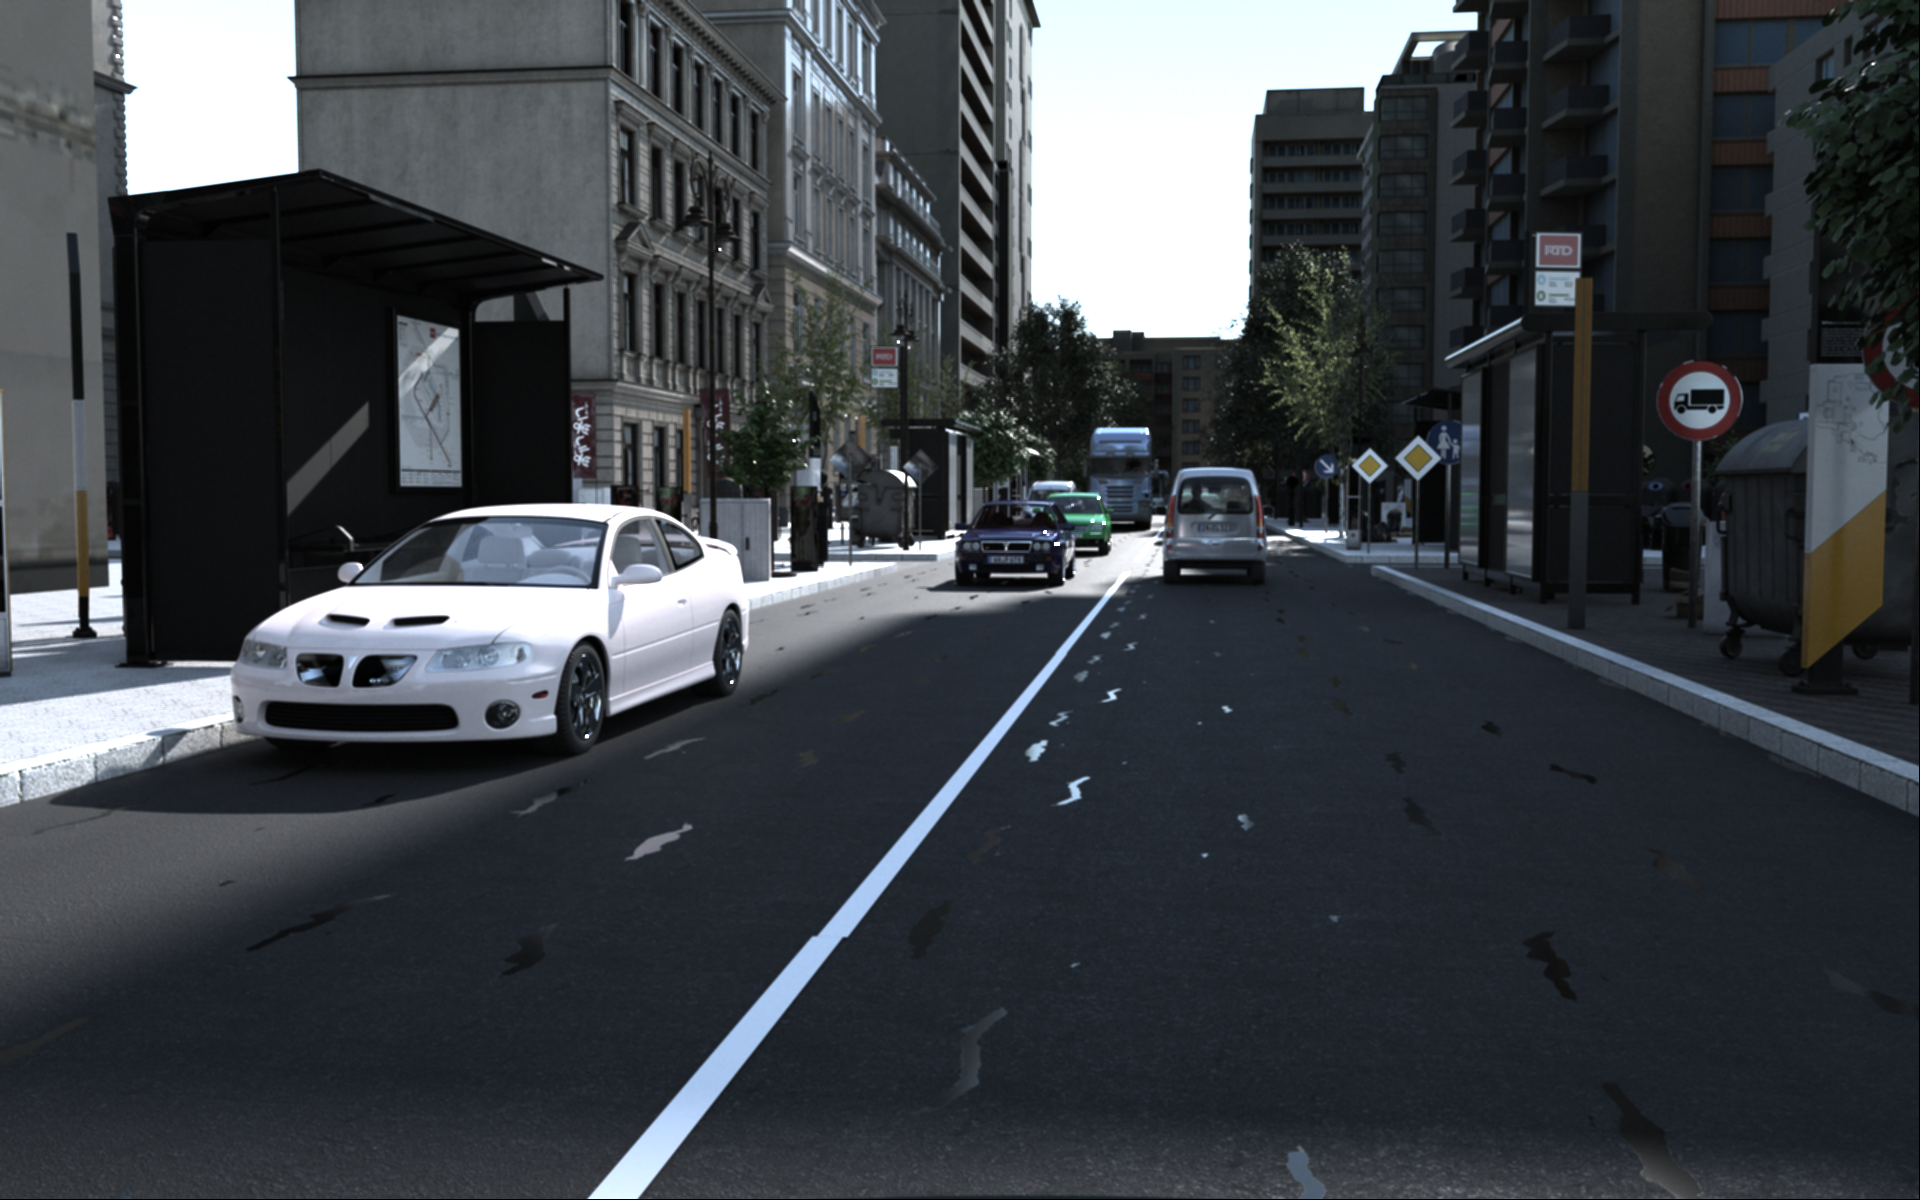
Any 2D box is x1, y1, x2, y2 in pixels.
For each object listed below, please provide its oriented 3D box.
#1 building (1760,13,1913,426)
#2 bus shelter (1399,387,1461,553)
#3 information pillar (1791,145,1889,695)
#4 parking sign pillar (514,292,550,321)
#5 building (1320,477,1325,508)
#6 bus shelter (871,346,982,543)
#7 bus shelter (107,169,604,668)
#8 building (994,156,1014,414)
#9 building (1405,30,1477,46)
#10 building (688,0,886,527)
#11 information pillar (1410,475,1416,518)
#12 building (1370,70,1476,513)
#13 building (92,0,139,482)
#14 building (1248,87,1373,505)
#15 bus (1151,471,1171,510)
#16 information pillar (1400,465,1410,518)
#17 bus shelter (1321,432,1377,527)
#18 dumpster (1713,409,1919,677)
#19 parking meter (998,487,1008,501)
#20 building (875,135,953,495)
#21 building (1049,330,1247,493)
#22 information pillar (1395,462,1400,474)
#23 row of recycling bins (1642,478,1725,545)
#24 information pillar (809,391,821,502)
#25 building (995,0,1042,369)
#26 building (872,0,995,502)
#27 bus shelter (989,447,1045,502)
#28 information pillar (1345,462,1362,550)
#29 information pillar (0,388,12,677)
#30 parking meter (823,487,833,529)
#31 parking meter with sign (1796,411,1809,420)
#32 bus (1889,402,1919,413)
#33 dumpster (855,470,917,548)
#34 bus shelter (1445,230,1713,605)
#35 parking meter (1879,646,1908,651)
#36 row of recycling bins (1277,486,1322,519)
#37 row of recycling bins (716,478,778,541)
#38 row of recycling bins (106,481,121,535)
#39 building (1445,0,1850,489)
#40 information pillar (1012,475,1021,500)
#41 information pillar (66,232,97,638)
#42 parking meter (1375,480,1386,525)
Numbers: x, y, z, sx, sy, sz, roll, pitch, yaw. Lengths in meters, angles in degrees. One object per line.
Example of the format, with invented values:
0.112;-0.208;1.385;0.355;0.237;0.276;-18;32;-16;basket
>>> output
45.245;-12.842;55.004;28.899;21.520;27.650;0;4;8;building
11.615;-3.041;40.997;1.731;3.624;6.357;0;4;8;bus shelter
5.648;-1.204;11.038;0.504;3.616;0.183;0;4;0;information pillar
-5.055;-1.935;20.112;1.447;3.967;1.447;-2;4;-29;parking sign pillar
50.935;-28.835;163.326;32.217;40.220;23.993;0;4;8;building
-0.993;-4.401;49.595;2.179;5.291;8.768;0;4;8;bus shelter
-5.069;-1.496;15.741;1.731;3.624;6.357;0;4;7;bus shelter
-3.166;-22.811;144.667;14.160;30.474;14.107;0;4;8;building
47.331;-27.386;139.645;32.217;40.220;23.993;0;4;8;building
-11.536;-17.786;76.697;13.634;28.700;20.117;0;4;8;building
18.896;-4.900;71.469;0.183;3.616;0.504;-1;4;-12;information pillar
35.905;-21.427;122.033;14.160;30.474;14.107;0;4;8;building
-38.479;-13.893;56.033;19.941;23.489;11.050;0;4;8;building
45.843;-35.862;210.053;21.600;48.544;21.300;0;4;8;building
14.677;-8.470;133.337;2.948;3.499;13.247;1;4;9;bus
24.405;-6.307;94.471;0.504;3.616;0.183;1;4;19;information pillar
15.310;-4.713;68.348;1.731;3.624;6.357;0;4;7;bus shelter
6.443;-0.426;12.727;1.264;1.857;1.865;0;4;7;dumpster
1.653;-3.554;66.518;0.372;1.533;0.369;0;3;0;parking meter
-8.603;-15.772;99.667;13.314;21.916;24.055;0;4;8;building
21.399;-22.847;218.587;28.899;21.520;27.650;0;4;8;building
28.001;-7.292;110.581;0.504;3.616;0.183;2;4;33;information pillar
18.142;-2.249;43.876;3.534;1.692;1.069;3;5;45;row of recycling bins
-3.330;-2.958;39.722;0.183;3.616;0.504;1;4;17;information pillar
-7.047;-35.464;169.072;27.495;52.752;28.713;0;4;8;building
-9.224;-30.770;126.796;21.300;48.544;21.600;0;4;8;building
2.251;-4.722;71.136;2.014;3.302;5.546;0;4;8;bus shelter
9.084;-2.164;39.881;0.304;2.012;0.304;1;4;21;information pillar
-6.857;-0.466;12.107;0.304;2.012;0.304;-3;5;-41;information pillar
-4.876;-3.389;63.816;0.372;1.533;0.369;0;3;0;parking meter
18.543;-2.465;36.561;1.738;3.016;0.543;-1;4;-14;parking meter with sign
23.206;-2.442;31.476;12.252;3.916;2.896;0;4;6;bus
-1.791;-2.207;41.835;1.264;1.857;1.865;0;4;8;dumpster
8.115;-2.849;24.209;2.179;5.291;8.768;0;4;7;bus shelter
7.652;-0.523;14.266;0.399;1.863;0.255;1;4;18;parking meter
18.092;-5.220;92.455;1.069;1.692;3.534;-1;4;-22;row of recycling bins
-5.648;-2.370;45.864;1.069;1.692;3.534;1;4;14;row of recycling bins
-26.834;-2.956;55.442;1.069;1.692;3.534;0;4;4;row of recycling bins
36.305;-26.321;84.980;22.147;44.769;28.867;0;4;8;building
2.089;-3.727;65.421;0.304;2.012;0.304;2;4;28;information pillar
-7.838;-1.471;15.405;0.183;3.616;0.504;-2;4;-29;information pillar
17.242;-3.999;71.099;0.399;1.863;0.255;-1;4;-16;parking meter
